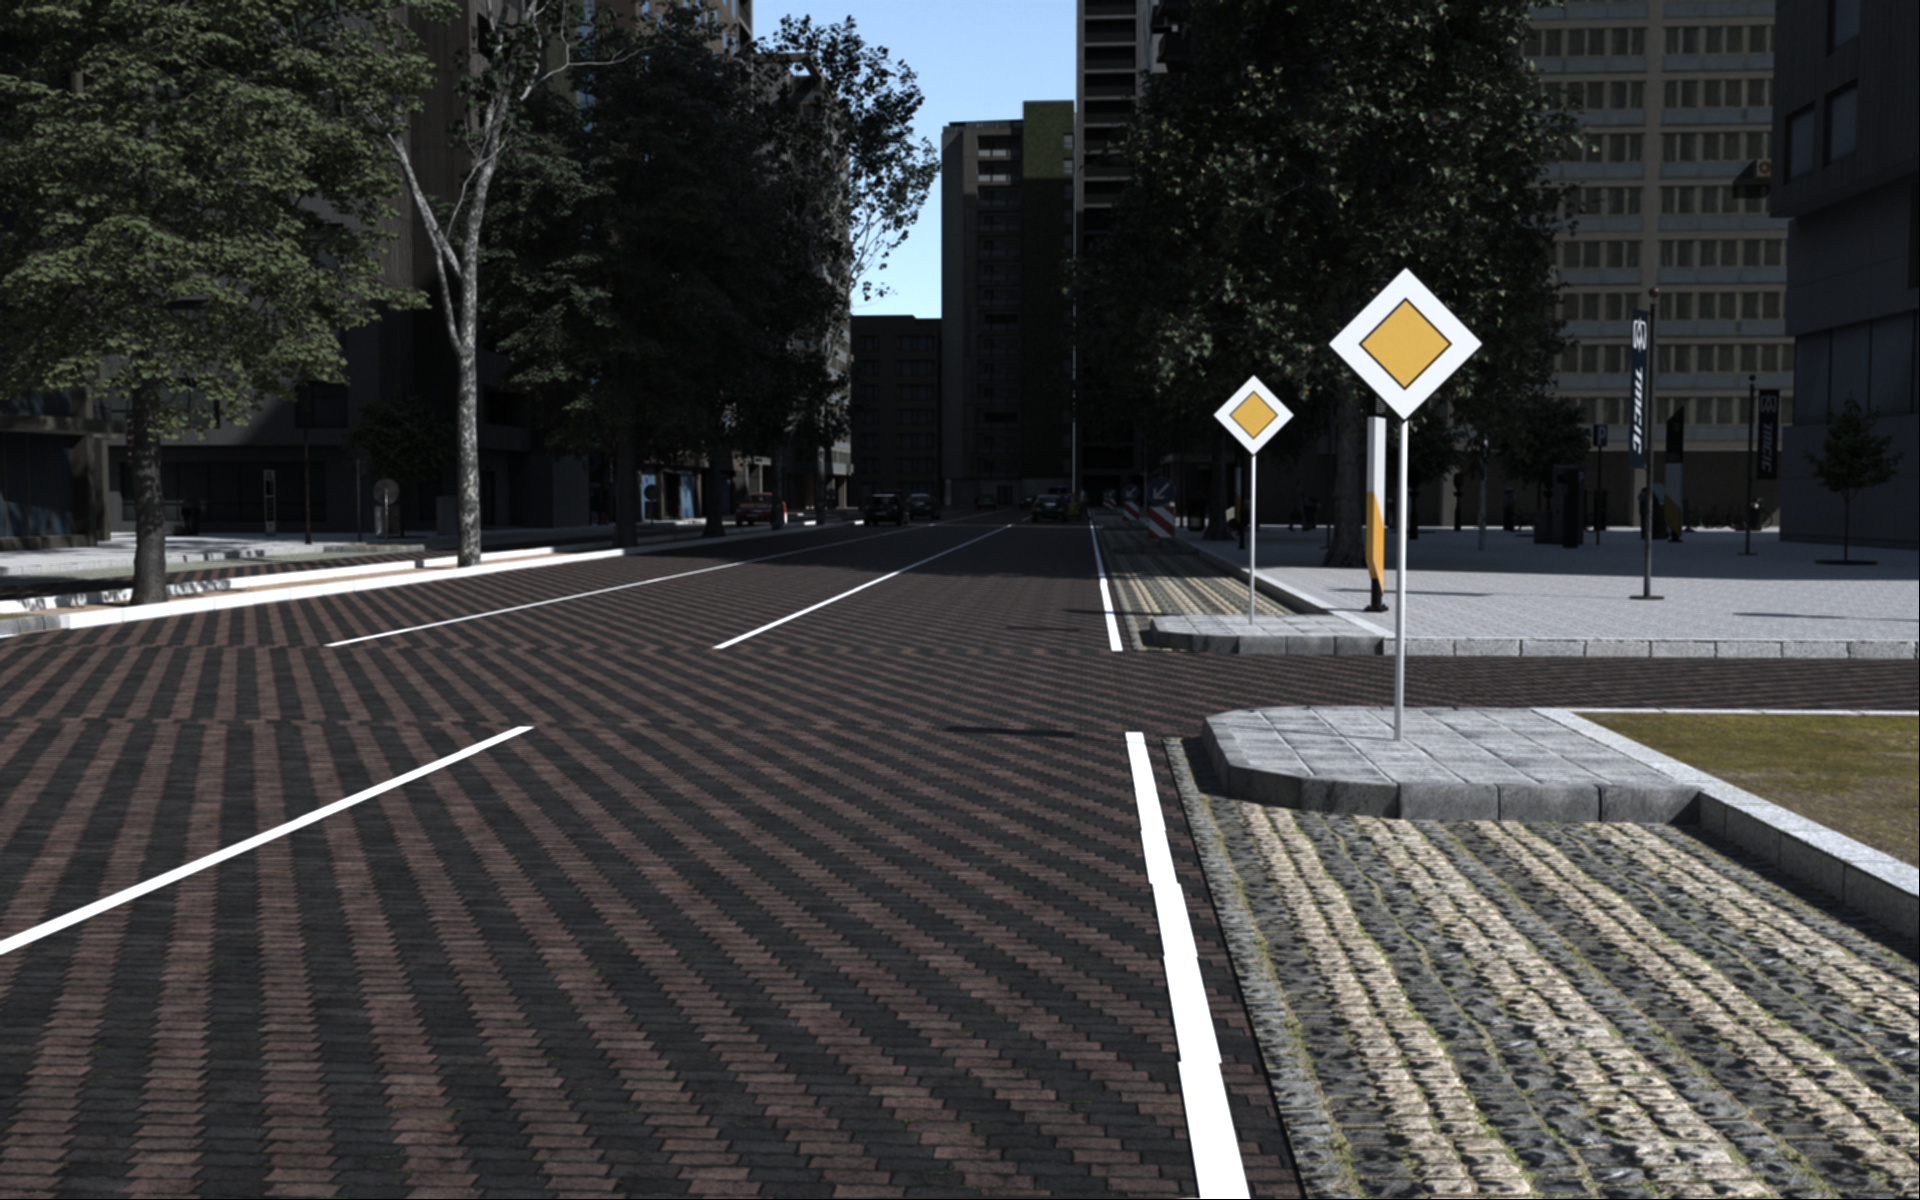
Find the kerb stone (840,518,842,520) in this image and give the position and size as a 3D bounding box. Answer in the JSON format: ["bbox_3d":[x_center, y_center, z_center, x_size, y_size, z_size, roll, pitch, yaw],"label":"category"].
[{"bbox_3d":[-6.406,-4.181,90.577,0.120,0.150,1.000,0,4,4],"label":"kerb stone"}]

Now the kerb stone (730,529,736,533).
[{"bbox_3d":[-8.399,-2.494,62.972,0.120,0.150,1.000,0,4,4],"label":"kerb stone"}]

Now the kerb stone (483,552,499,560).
[{"bbox_3d":[-10.245,-0.930,37.421,0.120,0.150,1.000,0,4,4],"label":"kerb stone"}]

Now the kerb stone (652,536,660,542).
[{"bbox_3d":[-9.207,-1.806,51.727,0.120,0.150,1.000,0,4,4],"label":"kerb stone"}]

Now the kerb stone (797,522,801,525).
[{"bbox_3d":[-7.358,-3.369,77.300,0.120,0.150,1.000,0,4,4],"label":"kerb stone"}]

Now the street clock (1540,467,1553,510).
[{"bbox_3d":[15.874,-2.577,46.703,0.471,2.002,0.358,-2,4,-32],"label":"street clock"}]

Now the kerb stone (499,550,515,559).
[{"bbox_3d":[-10.166,-0.994,38.440,0.120,0.150,1.000,0,4,4],"label":"kerb stone"}]

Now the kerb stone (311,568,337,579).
[{"bbox_3d":[-10.841,-0.429,29.248,0.120,0.150,1.000,0,4,4],"label":"kerb stone"}]

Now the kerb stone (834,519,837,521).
[{"bbox_3d":[-6.544,-4.058,88.537,0.120,0.150,1.000,0,4,4],"label":"kerb stone"}]

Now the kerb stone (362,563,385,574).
[{"bbox_3d":[-10.688,-0.556,31.290,0.120,0.150,1.000,0,4,4],"label":"kerb stone"}]

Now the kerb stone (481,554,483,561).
[{"bbox_3d":[-10.320,-0.869,36.402,0.120,0.150,1.000,0,4,4],"label":"kerb stone"}]

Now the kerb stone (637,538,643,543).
[{"bbox_3d":[-9.358,-1.681,49.681,0.120,0.150,1.000,0,4,4],"label":"kerb stone"}]

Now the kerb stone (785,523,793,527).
[{"bbox_3d":[-7.510,-3.244,75.261,0.120,0.150,1.000,0,4,4],"label":"kerb stone"}]

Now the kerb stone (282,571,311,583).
[{"bbox_3d":[-10.908,-0.369,28.228,0.120,0.150,1.000,0,4,4],"label":"kerb stone"}]

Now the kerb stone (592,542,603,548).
[{"bbox_3d":[-9.651,-1.429,45.595,0.120,0.150,1.000,0,4,4],"label":"kerb stone"}]

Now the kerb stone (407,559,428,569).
[{"bbox_3d":[-10.533,-0.679,33.329,0.120,0.150,1.000,0,4,4],"label":"kerb stone"}]

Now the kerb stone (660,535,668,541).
[{"bbox_3d":[-9.140,-1.869,52.747,0.120,0.150,1.000,0,4,4],"label":"kerb stone"}]

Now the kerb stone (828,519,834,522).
[{"bbox_3d":[-6.621,-3.995,87.518,0.120,0.150,1.000,0,4,4],"label":"kerb stone"}]

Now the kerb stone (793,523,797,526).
[{"bbox_3d":[-7.436,-3.306,76.281,0.120,0.150,1.000,0,4,4],"label":"kerb stone"}]

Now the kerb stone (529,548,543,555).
[{"bbox_3d":[-10.028,-1.111,40.483,0.120,0.150,1.000,0,4,4],"label":"kerb stone"}]

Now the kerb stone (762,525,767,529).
[{"bbox_3d":[-7.955,-2.869,69.111,0.120,0.150,1.000,0,4,4],"label":"kerb stone"}]

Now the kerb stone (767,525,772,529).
[{"bbox_3d":[-7.880,-2.932,70.134,0.120,0.150,1.000,0,4,4],"label":"kerb stone"}]

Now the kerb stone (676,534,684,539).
[{"bbox_3d":[-8.989,-1.991,54.786,0.120,0.150,1.000,0,4,4],"label":"kerb stone"}]

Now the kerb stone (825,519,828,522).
[{"bbox_3d":[-6.780,-3.870,85.471,0.120,0.150,1.000,0,4,4],"label":"kerb stone"}]

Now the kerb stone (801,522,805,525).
[{"bbox_3d":[-7.282,-3.433,78.323,0.120,0.150,1.000,0,4,4],"label":"kerb stone"}]

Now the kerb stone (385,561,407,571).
[{"bbox_3d":[-10.618,-0.619,32.310,0.120,0.150,1.000,0,4,4],"label":"kerb stone"}]

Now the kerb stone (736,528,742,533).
[{"bbox_3d":[-8.320,-2.557,63.996,0.120,0.150,1.000,0,4,4],"label":"kerb stone"}]

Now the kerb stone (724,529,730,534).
[{"bbox_3d":[-8.472,-2.431,61.944,0.120,0.150,1.000,0,4,4],"label":"kerb stone"}]

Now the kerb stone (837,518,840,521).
[{"bbox_3d":[-6.467,-4.120,89.557,0.120,0.150,1.000,0,4,4],"label":"kerb stone"}]

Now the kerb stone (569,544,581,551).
[{"bbox_3d":[-9.804,-1.305,43.544,0.120,0.150,1.000,0,4,4],"label":"kerb stone"}]

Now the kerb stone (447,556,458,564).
[{"bbox_3d":[-10.389,-0.806,35.379,0.120,0.150,1.000,0,4,4],"label":"kerb stone"}]

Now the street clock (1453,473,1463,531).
[{"bbox_3d":[17.239,-3.387,59.952,0.358,2.002,0.471,2,4,29],"label":"street clock"}]

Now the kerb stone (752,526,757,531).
[{"bbox_3d":[-8.098,-2.744,67.064,0.120,0.150,1.000,0,4,4],"label":"kerb stone"}]

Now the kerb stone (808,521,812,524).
[{"bbox_3d":[-7.138,-3.555,80.365,0.120,0.150,1.000,0,4,4],"label":"kerb stone"}]

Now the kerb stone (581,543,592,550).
[{"bbox_3d":[-9.727,-1.368,44.564,0.120,0.150,1.000,0,4,4],"label":"kerb stone"}]

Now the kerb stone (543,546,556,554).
[{"bbox_3d":[-9.946,-1.181,41.502,0.120,0.150,1.000,0,4,4],"label":"kerb stone"}]

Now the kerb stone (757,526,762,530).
[{"bbox_3d":[-8.026,-2.807,68.091,0.120,0.150,1.000,0,4,4],"label":"kerb stone"}]

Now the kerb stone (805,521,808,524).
[{"bbox_3d":[-7.215,-3.495,79.343,0.120,0.150,1.000,0,4,4],"label":"kerb stone"}]

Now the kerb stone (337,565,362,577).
[{"bbox_3d":[-10.761,-0.491,30.269,0.120,0.150,1.000,0,4,4],"label":"kerb stone"}]

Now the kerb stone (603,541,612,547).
[{"bbox_3d":[-9.579,-1.490,46.615,0.120,0.150,1.000,0,4,4],"label":"kerb stone"}]

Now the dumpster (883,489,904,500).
[{"bbox_3d":[-6.210,-9.326,160.694,1.865,1.857,1.264,0,4,3],"label":"dumpster"}]

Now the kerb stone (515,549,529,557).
[{"bbox_3d":[-10.095,-1.056,39.460,0.120,0.150,1.000,0,4,4],"label":"kerb stone"}]

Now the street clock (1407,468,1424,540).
[{"bbox_3d":[12.818,-2.711,48.889,0.471,2.002,0.358,3,5,39],"label":"street clock"}]

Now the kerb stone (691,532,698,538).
[{"bbox_3d":[-8.842,-2.116,56.826,0.120,0.150,1.000,0,4,4],"label":"kerb stone"}]

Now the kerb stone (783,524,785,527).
[{"bbox_3d":[-7.659,-3.120,73.214,0.120,0.150,1.000,0,4,4],"label":"kerb stone"}]

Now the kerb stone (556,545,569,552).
[{"bbox_3d":[-9.871,-1.240,42.524,0.120,0.150,1.000,0,4,4],"label":"kerb stone"}]

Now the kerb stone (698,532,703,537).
[{"bbox_3d":[-8.768,-2.176,57.849,0.120,0.150,1.000,0,4,4],"label":"kerb stone"}]

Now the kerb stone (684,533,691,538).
[{"bbox_3d":[-8.915,-2.056,55.806,0.120,0.150,1.000,0,4,4],"label":"kerb stone"}]

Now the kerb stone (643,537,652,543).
[{"bbox_3d":[-9.285,-1.744,50.708,0.120,0.150,1.000,0,4,4],"label":"kerb stone"}]

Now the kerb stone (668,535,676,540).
[{"bbox_3d":[-9.061,-1.930,53.767,0.120,0.150,1.000,0,4,4],"label":"kerb stone"}]

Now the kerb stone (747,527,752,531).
[{"bbox_3d":[-8.176,-2.682,66.045,0.120,0.150,1.000,0,4,4],"label":"kerb stone"}]

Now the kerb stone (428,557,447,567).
[{"bbox_3d":[-10.470,-0.738,34.360,0.120,0.150,1.000,0,4,4],"label":"kerb stone"}]

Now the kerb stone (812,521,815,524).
[{"bbox_3d":[-7.069,-3.620,81.384,0.120,0.150,1.000,0,4,4],"label":"kerb stone"}]

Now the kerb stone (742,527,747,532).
[{"bbox_3d":[-8.251,-2.618,65.026,0.120,0.150,1.000,0,4,4],"label":"kerb stone"}]
